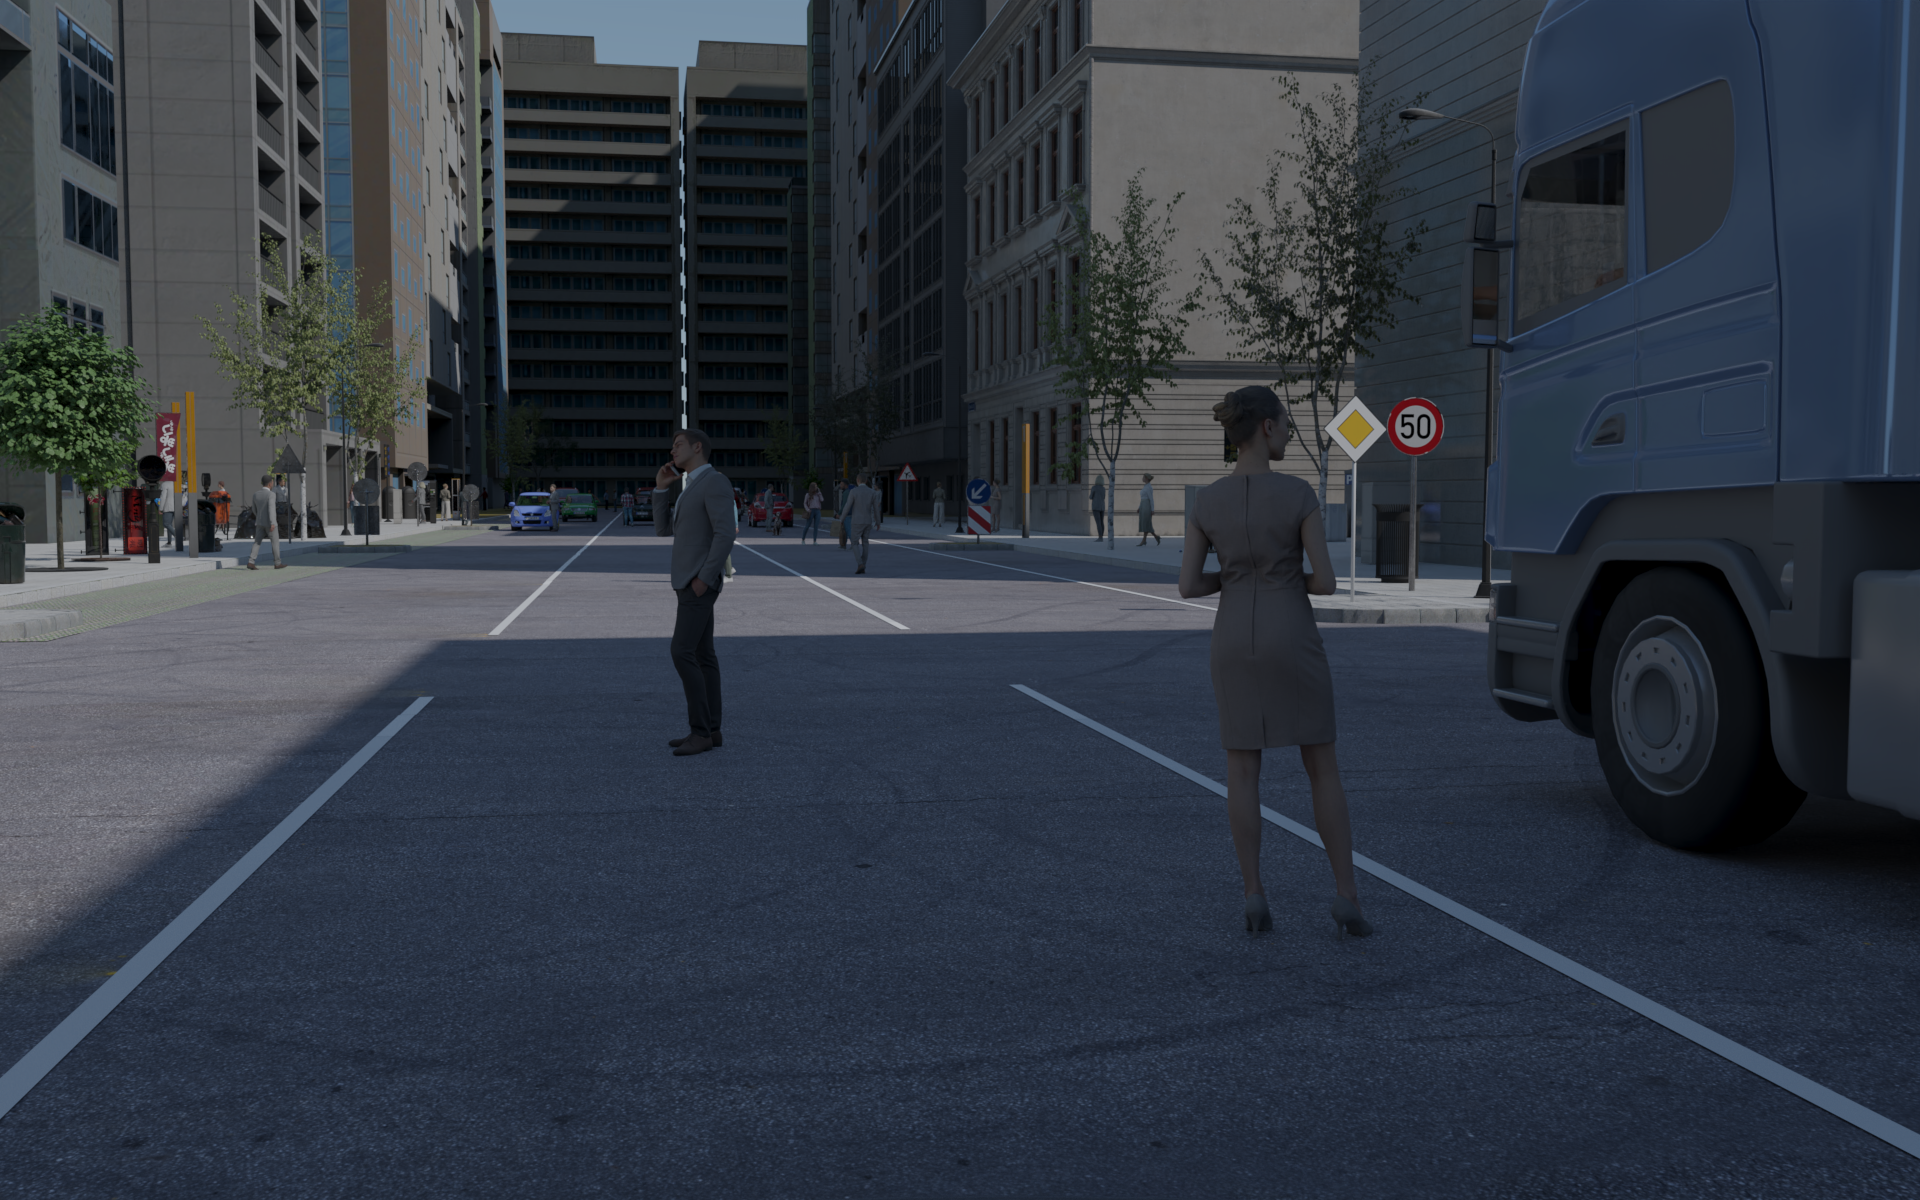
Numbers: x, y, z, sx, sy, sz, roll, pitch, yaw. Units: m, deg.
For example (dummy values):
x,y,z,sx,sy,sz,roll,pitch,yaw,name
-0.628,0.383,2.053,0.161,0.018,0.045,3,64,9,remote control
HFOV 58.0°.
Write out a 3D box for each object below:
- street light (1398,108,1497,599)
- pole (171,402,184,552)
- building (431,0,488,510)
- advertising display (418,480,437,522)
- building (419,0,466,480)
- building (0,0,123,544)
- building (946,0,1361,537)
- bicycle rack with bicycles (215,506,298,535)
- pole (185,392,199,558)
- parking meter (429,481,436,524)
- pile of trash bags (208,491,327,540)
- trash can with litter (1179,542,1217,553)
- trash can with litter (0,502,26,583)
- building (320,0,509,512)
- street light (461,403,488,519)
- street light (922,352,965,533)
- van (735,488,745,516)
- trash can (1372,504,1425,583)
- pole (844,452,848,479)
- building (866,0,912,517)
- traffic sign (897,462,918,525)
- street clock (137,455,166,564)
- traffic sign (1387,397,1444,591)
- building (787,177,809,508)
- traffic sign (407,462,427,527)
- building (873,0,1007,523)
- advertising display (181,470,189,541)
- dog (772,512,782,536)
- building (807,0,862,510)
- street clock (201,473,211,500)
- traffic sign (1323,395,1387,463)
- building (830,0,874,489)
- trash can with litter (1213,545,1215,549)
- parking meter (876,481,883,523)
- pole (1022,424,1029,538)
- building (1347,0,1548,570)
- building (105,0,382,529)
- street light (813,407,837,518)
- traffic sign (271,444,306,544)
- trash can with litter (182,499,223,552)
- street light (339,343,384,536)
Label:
x,y,z,sx,sy,sz,roll,pitch,yaw,name
5.965,-2.972,21.136,1.470,5.913,1.316,-1,4,-10,street light
-17.455,-2.739,38.622,0.158,3.312,0.155,0,3,0,pole
-45.544,-27.732,137.018,14.154,41.232,14.086,-1,4,-10,building
-24.316,-4.515,79.035,0.974,1.923,0.123,1,4,15,advertising display
-48.395,-32.159,115.046,28.713,52.752,27.495,-1,4,-10,building
-30.997,-43.997,32.022,22.319,86.520,31.000,-1,4,-10,building
7.040,-13.816,62.049,11.583,22.565,21.152,-1,4,-10,building
-22.144,-2.525,54.661,2.852,0.926,2.925,-3,4,-36,bicycle rack with bicycles
-15.372,-2.496,34.647,0.158,3.312,0.155,0,3,0,pole
-22.879,-4.249,75.177,0.255,1.863,0.399,-1,4,-16,parking meter
-19.927,-2.424,49.391,1.912,1.369,3.447,2,4,26,pile of trash bags
5.614,-1.668,38.327,1.678,1.210,2.233,-1,4,-11,trash can with litter
-13.799,-0.829,24.946,0.624,1.170,1.055,-2,4,-30,trash can with litter
-48.063,-30.782,153.399,14.200,45.320,14.600,-1,4,-10,building
-24.852,-7.100,88.632,1.470,5.913,1.316,-1,4,-10,street light
-0.539,-5.165,56.993,1.470,5.913,1.316,-1,4,-10,street light
-15.376,-6.655,115.821,2.013,2.044,4.112,-1,4,-10,van
6.343,-0.823,25.111,0.748,1.137,0.748,0,3,0,trash can
-5.546,-5.514,83.998,0.158,3.312,0.155,0,3,0,pole
2.073,-27.839,105.279,14.600,45.320,14.200,-1,4,-10,building
-2.162,-4.353,71.167,0.884,2.594,0.081,0,4,-6,traffic sign
-14.904,-1.676,31.978,0.471,2.002,0.358,-2,4,-32,street clock
5.983,-1.392,22.858,0.768,2.556,0.104,0,4,-4,traffic sign
-9.180,-23.838,161.456,14.160,30.474,14.107,-1,4,-10,building
-21.418,-4.176,68.384,0.768,2.556,0.104,-1,4,-8,traffic sign
4.335,-17.804,84.601,14.314,27.812,24.014,-1,4,-10,building
-21.234,-2.582,47.422,0.123,1.923,0.974,-1,4,-9,advertising display
-6.231,-2.635,59.922,0.513,0.831,0.800,2,4,25,dog
-5.967,-28.293,146.185,14.154,41.232,14.086,-1,4,-10,building
-25.888,-3.361,59.521,0.358,2.002,0.471,-2,4,-34,street clock
4.685,-1.119,20.491,0.795,2.593,0.064,-1,4,-10,traffic sign
5.288,-32.878,126.798,28.713,52.752,27.495,-1,4,-10,building
6.394,-1.793,40.710,0.624,1.170,1.055,3,4,38,trash can with litter
-3.549,-4.325,76.420,0.255,1.863,0.399,1,4,10,parking meter
1.914,-3.462,50.455,0.158,3.312,0.155,0,3,0,pole
23.541,-15.562,31.929,29.804,29.767,11.434,-1,4,-10,building
-35.959,-38.738,71.618,20.563,71.187,20.611,-1,4,-10,building
-7.210,-7.369,93.030,1.470,5.913,1.316,-1,4,-10,street light
-17.329,-2.735,44.722,0.884,2.594,0.081,0,4,-5,traffic sign
-16.685,-1.642,38.231,0.624,1.170,1.055,0,4,-8,trash can with litter
-18.430,-4.945,53.394,1.470,5.913,1.316,-1,4,-10,street light
